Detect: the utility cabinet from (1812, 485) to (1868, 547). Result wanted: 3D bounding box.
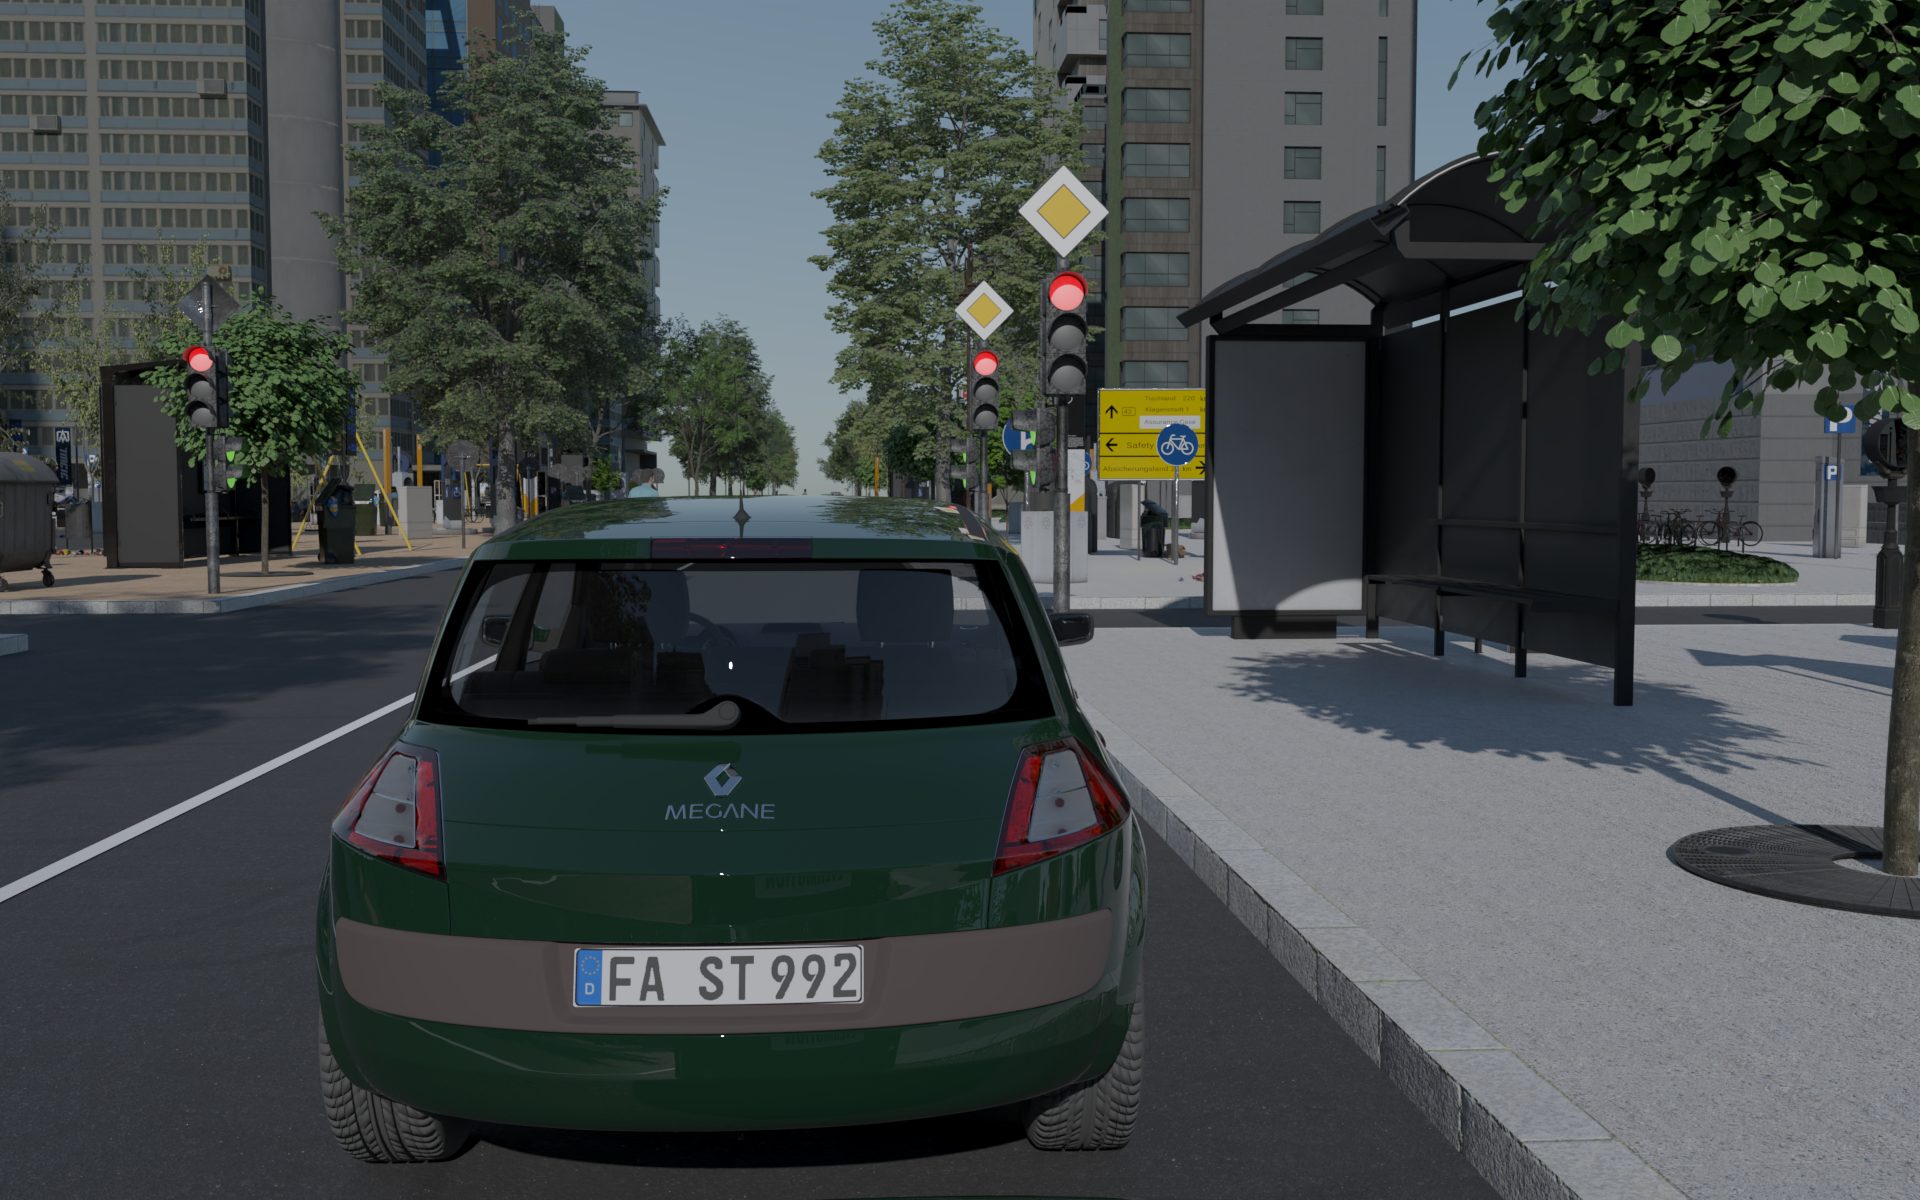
[{"bbox_3d":[21.178,-2.020,41.700,0.318,1.500,1.173,-2,4,-31],"label":"utility cabinet"}]

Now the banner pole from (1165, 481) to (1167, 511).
[{"bbox_3d":[9.329,-5.393,78.191,0.401,3.779,0.863,0,4,6],"label":"banner pole"}]

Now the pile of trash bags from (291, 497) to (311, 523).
[{"bbox_3d":[-31.160,-4.245,79.153,3.447,1.369,1.912,1,4,22],"label":"pile of trash bags"}]

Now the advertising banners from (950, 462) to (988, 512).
[{"bbox_3d":[0.100,-3.634,55.604,2.074,3.025,0.090,-3,5,-42],"label":"advertising banners"}]

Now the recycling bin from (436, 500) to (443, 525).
[{"bbox_3d":[-21.057,-3.591,71.262,0.722,1.027,0.722,1,4,11],"label":"recycling bin"}]

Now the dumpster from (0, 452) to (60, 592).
[{"bbox_3d":[-13.069,-1.065,23.180,1.264,1.857,1.865,0,4,-4],"label":"dumpster"}]

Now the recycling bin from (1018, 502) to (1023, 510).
[{"bbox_3d":[2.028,-1.909,43.774,0.722,1.027,0.722,3,5,40],"label":"recycling bin"}]

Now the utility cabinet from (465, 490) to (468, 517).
[{"bbox_3d":[-27.581,-5.318,95.635,0.318,1.500,1.173,-3,5,-40],"label":"utility cabinet"}]

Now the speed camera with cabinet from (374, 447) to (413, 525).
[{"bbox_3d":[-23.569,-4.736,71.776,0.660,3.252,2.038,2,4,25],"label":"speed camera with cabinet"}]

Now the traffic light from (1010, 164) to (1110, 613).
[{"bbox_3d":[0.864,-1.592,14.945,0.839,4.253,0.868,0,4,-4],"label":"traffic light"}]

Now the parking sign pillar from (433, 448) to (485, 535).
[{"bbox_3d":[-15.989,-4.045,54.615,1.447,3.967,1.447,-2,4,-28],"label":"parking sign pillar"}]

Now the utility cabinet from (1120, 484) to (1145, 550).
[{"bbox_3d":[3.982,-1.914,39.981,0.318,1.500,1.173,0,4,-8],"label":"utility cabinet"}]

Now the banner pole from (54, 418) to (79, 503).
[{"bbox_3d":[-29.485,-4.118,57.351,0.863,3.779,0.401,-1,4,-19],"label":"banner pole"}]

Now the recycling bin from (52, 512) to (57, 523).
[{"bbox_3d":[-40.495,-3.941,76.982,0.722,1.027,0.722,-3,5,-40],"label":"recycling bin"}]

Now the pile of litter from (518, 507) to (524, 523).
[{"bbox_3d":[-15.892,-3.021,63.352,1.176,0.858,1.719,1,4,9],"label":"pile of litter"}]

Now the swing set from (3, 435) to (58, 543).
[{"bbox_3d":[-25.365,-2.852,44.243,2.862,2.851,3.119,0,4,3],"label":"swing set"}]

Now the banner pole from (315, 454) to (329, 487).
[{"bbox_3d":[-27.698,-5.202,75.071,0.401,3.779,0.863,2,4,35],"label":"banner pole"}]

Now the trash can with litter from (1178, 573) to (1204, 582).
[{"bbox_3d":[4.026,-0.890,25.614,1.678,1.210,2.233,0,4,-7],"label":"trash can with litter"}]

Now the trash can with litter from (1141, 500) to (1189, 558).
[{"bbox_3d":[4.127,-1.439,34.912,1.055,1.170,0.624,3,5,39],"label":"trash can with litter"}]

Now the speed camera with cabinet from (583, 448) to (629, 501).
[{"bbox_3d":[-15.145,-4.843,73.511,2.038,3.252,0.660,0,4,2],"label":"speed camera with cabinet"}]

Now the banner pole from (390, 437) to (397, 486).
[{"bbox_3d":[-24.745,-5.240,75.699,0.401,3.779,0.863,0,4,1],"label":"banner pole"}]

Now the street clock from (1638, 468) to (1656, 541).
[{"bbox_3d":[18.740,-2.615,47.320,0.471,2.002,0.358,-2,4,-29],"label":"street clock"}]

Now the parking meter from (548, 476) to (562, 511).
[{"bbox_3d":[-13.280,-3.125,56.806,0.399,1.863,0.255,0,4,2],"label":"parking meter"}]

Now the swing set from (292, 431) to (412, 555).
[{"bbox_3d":[-13.985,-2.463,37.894,2.862,2.851,3.119,0,4,4],"label":"swing set"}]

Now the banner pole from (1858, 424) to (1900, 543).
[{"bbox_3d":[15.362,-2.372,28.794,0.401,3.779,0.863,-2,4,-33],"label":"banner pole"}]

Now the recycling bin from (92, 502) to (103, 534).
[{"bbox_3d":[-27.771,-2.685,56.457,0.722,1.027,0.722,1,4,21],"label":"recycling bin"}]

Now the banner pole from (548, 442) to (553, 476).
[{"bbox_3d":[-18.783,-5.470,79.452,0.401,3.779,0.863,-2,4,-30],"label":"banner pole"}]

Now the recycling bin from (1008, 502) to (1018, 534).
[{"bbox_3d":[2.022,-2.666,56.140,0.722,1.027,0.722,2,4,24],"label":"recycling bin"}]

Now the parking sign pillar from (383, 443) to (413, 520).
[{"bbox_3d":[-26.796,-5.759,82.627,1.447,3.967,1.447,-1,4,-20],"label":"parking sign pillar"}]

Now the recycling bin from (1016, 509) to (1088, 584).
[{"bbox_3d":[1.366,-0.767,25.101,0.722,1.027,0.722,3,5,45],"label":"recycling bin"}]

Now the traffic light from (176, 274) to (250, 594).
[{"bbox_3d":[-9.590,-2.035,22.192,0.839,4.253,0.868,0,4,-4],"label":"traffic light"}]

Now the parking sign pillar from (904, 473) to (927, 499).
[{"bbox_3d":[-1.832,-5.094,71.754,1.447,3.967,1.447,2,4,26],"label":"parking sign pillar"}]

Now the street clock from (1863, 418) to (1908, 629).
[{"bbox_3d":[8.859,-0.728,16.477,0.471,2.002,0.358,0,4,-6],"label":"street clock"}]

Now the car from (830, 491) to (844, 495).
[{"bbox_3d":[-17.815,-14.659,248.343,2.281,1.827,5.304,0,4,-5],"label":"car"}]

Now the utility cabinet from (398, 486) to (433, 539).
[{"bbox_3d":[-15.476,-2.478,49.194,0.318,1.500,1.173,1,4,18],"label":"utility cabinet"}]

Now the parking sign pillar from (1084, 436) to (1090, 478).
[{"bbox_3d":[5.918,-5.659,80.995,1.447,3.967,1.447,-1,4,-16],"label":"parking sign pillar"}]

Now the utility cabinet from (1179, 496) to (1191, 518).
[{"bbox_3d":[9.761,-3.907,75.041,1.020,1.237,0.306,-3,5,-43],"label":"utility cabinet"}]

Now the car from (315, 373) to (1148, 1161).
[{"bbox_3d":[-0.534,0.283,5.153,2.009,1.686,4.222,0,4,-3],"label":"car"}]

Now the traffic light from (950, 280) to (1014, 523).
[{"bbox_3d":[0.295,-2.079,22.910,0.839,4.253,0.868,0,4,-4],"label":"traffic light"}]

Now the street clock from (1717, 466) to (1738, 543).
[{"bbox_3d":[20.043,-2.490,45.288,0.471,2.002,0.358,2,4,34],"label":"street clock"}]

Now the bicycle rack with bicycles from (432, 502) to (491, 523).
[{"bbox_3d":[-22.079,-3.834,76.068,2.925,0.926,2.852,-3,5,-40],"label":"bicycle rack with bicycles"}]

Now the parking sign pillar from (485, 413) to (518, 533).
[{"bbox_3d":[-15.059,-4.199,57.120,1.447,3.967,1.447,-3,4,-37],"label":"parking sign pillar"}]

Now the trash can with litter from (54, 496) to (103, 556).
[{"bbox_3d":[-18.169,-1.553,36.441,2.233,1.210,1.678,0,4,-6],"label":"trash can with litter"}]

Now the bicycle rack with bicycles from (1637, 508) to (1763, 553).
[{"bbox_3d":[16.127,-1.530,38.390,2.852,0.926,2.925,1,4,14],"label":"bicycle rack with bicycles"}]

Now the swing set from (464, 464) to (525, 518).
[{"bbox_3d":[-24.477,-5.707,90.933,3.119,2.851,2.862,0,4,-4],"label":"swing set"}]

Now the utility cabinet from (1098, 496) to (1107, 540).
[{"bbox_3d":[3.676,-2.267,48.229,0.306,1.237,1.020,3,5,39],"label":"utility cabinet"}]

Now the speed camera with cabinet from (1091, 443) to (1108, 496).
[{"bbox_3d":[5.256,-4.429,66.754,0.660,3.252,2.038,1,4,15],"label":"speed camera with cabinet"}]

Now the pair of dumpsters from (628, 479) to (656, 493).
[{"bbox_3d":[-17.088,-5.488,92.226,1.574,2.255,4.437,0,4,-4],"label":"pair of dumpsters"}]
